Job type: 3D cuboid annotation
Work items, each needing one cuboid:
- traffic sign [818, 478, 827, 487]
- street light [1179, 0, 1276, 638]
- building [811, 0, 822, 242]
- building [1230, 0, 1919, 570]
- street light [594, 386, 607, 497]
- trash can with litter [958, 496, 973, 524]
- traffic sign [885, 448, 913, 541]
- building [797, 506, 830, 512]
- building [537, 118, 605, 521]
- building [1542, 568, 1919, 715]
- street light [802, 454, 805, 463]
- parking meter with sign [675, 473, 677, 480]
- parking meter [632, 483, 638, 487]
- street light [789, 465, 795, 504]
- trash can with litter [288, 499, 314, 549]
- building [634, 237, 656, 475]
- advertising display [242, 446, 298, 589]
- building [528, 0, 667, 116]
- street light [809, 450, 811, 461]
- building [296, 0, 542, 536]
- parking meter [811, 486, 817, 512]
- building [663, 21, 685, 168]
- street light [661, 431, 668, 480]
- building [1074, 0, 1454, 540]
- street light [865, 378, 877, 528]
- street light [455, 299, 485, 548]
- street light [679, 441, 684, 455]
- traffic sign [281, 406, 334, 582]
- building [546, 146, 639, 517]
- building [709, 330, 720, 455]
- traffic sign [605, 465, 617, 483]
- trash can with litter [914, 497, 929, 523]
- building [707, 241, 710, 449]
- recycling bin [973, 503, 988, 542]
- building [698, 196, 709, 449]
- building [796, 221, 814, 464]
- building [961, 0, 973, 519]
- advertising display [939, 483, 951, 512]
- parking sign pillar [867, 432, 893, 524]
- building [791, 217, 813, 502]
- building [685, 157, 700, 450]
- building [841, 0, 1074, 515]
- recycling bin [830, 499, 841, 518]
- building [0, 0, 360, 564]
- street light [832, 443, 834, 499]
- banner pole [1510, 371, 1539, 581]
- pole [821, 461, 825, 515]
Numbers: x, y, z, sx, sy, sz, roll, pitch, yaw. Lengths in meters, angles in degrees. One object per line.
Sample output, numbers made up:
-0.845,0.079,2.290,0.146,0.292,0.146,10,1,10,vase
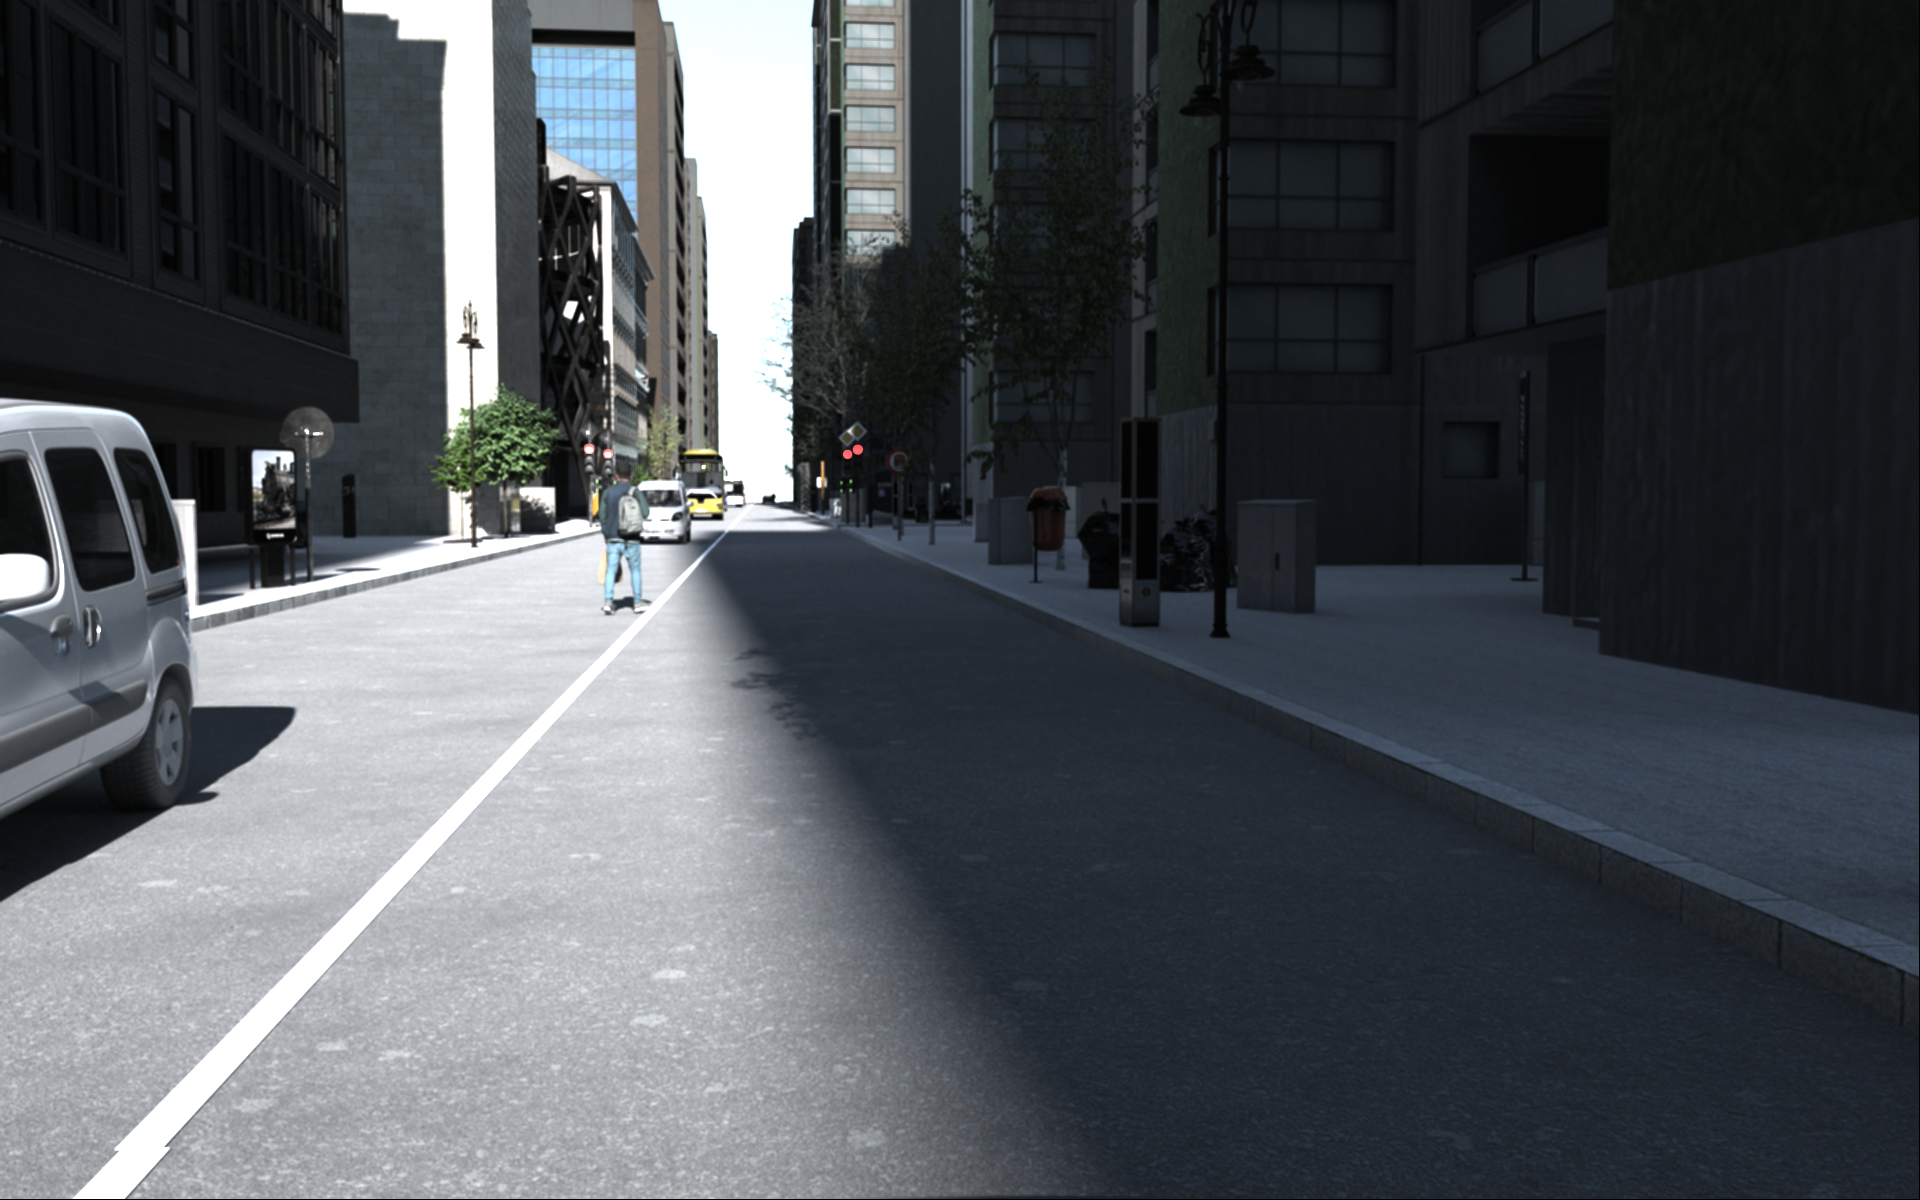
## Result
-8.583,-6.468,107.888,0.606,2.300,0.079,0,4,-3,traffic sign
2.334,-2.605,15.374,0.468,5.910,1.993,0,4,-6,street light
0.341,-35.472,169.213,28.713,52.752,27.495,0,4,-6,building
10.831,-21.626,37.175,14.154,41.232,14.086,0,4,-6,building
-15.333,-6.198,74.132,0.468,5.910,1.993,0,4,-6,street light
0.877,-3.952,75.676,2.233,1.210,1.678,-1,4,-12,trash can with litter
-1.664,-2.903,47.564,0.768,2.556,0.104,0,4,-5,traffic sign
-2.774,-42.842,138.712,20.563,71.187,20.611,0,4,-6,building
-25.403,-13.073,81.195,16.820,18.784,16.811,0,4,-6,building
11.905,-20.276,15.111,14.154,41.232,14.086,0,4,-6,building
-15.817,-12.369,175.018,0.468,5.910,1.993,0,4,-6,street light
-23.463,-9.052,144.258,0.543,3.016,1.738,-1,4,-11,parking meter with sign
-16.893,-5.159,90.066,0.255,1.863,0.399,-1,4,-22,parking meter
-21.548,-15.420,224.900,0.468,5.910,1.993,0,4,-6,street light
-15.672,-1.818,41.117,0.624,1.170,1.055,-1,4,-20,trash can with litter
-28.228,-17.604,123.975,11.583,22.565,21.152,0,4,-6,building
-9.447,-1.134,23.760,0.123,1.923,0.974,1,4,16,advertising display
-33.178,-30.790,153.529,14.600,45.320,14.200,0,4,-6,building
-12.873,-10.772,148.907,0.468,5.910,1.993,0,4,-6,street light
-23.191,-12.387,57.272,16.860,20.320,10.420,0,4,-6,building
-10.193,-7.038,120.774,0.399,1.863,0.255,0,4,-3,parking meter
-38.272,-33.464,170.834,21.300,48.544,21.600,0,4,-6,building
-21.131,-9.262,124.218,0.468,5.910,1.993,0,4,-6,street light
7.204,-22.958,58.950,14.154,41.232,14.086,0,4,-6,building
-3.406,-5.687,65.775,0.468,5.910,1.993,0,4,-6,street light
-11.620,-4.187,41.253,0.468,5.910,1.993,0,4,-6,street light
-24.018,-10.817,149.642,0.468,5.910,1.993,0,4,-6,street light
-9.486,-1.535,25.208,0.768,2.556,0.104,0,3,0,traffic sign
-24.862,-15.613,104.428,9.793,20.994,18.267,0,4,-6,building
-48.749,-32.220,298.504,14.160,30.474,14.107,0,4,-6,building
-15.380,-4.701,76.959,0.768,2.556,0.104,0,4,-1,traffic sign
-1.625,-4.001,76.806,0.624,1.170,1.055,-1,4,-23,trash can with litter
-48.273,-38.735,283.425,14.600,45.320,14.200,0,4,-6,building
0.725,-2.072,46.435,0.722,1.027,0.722,0,4,-2,recycling bin
-49.667,-39.218,264.909,21.300,48.544,21.600,0,4,-6,building
-14.486,-37.791,272.500,22.147,44.769,28.867,0,4,-6,building
15.046,-33.223,85.196,28.212,58.520,21.231,0,4,-6,building
-0.882,-5.772,99.583,0.123,1.923,0.974,3,4,37,advertising display
-3.291,-5.268,74.611,1.447,3.967,1.447,2,4,24,parking sign pillar
-17.992,-41.225,297.724,21.300,48.544,21.600,0,4,-6,building
-38.004,-31.812,203.717,14.154,41.232,14.086,0,4,-6,building
-0.887,-26.348,114.377,14.154,41.232,14.086,0,4,-6,building
-6.536,-4.919,92.980,0.722,1.027,0.722,-2,4,-27,recycling bin
-18.568,-14.122,24.405,14.314,27.812,24.014,0,4,-6,building
-7.247,-7.716,98.939,0.468,5.910,1.993,0,4,-6,street light
8.405,-2.189,25.813,0.401,3.779,0.863,0,4,7,banner pole
-8.489,-6.941,107.328,0.158,3.312,0.155,0,3,0,pole
